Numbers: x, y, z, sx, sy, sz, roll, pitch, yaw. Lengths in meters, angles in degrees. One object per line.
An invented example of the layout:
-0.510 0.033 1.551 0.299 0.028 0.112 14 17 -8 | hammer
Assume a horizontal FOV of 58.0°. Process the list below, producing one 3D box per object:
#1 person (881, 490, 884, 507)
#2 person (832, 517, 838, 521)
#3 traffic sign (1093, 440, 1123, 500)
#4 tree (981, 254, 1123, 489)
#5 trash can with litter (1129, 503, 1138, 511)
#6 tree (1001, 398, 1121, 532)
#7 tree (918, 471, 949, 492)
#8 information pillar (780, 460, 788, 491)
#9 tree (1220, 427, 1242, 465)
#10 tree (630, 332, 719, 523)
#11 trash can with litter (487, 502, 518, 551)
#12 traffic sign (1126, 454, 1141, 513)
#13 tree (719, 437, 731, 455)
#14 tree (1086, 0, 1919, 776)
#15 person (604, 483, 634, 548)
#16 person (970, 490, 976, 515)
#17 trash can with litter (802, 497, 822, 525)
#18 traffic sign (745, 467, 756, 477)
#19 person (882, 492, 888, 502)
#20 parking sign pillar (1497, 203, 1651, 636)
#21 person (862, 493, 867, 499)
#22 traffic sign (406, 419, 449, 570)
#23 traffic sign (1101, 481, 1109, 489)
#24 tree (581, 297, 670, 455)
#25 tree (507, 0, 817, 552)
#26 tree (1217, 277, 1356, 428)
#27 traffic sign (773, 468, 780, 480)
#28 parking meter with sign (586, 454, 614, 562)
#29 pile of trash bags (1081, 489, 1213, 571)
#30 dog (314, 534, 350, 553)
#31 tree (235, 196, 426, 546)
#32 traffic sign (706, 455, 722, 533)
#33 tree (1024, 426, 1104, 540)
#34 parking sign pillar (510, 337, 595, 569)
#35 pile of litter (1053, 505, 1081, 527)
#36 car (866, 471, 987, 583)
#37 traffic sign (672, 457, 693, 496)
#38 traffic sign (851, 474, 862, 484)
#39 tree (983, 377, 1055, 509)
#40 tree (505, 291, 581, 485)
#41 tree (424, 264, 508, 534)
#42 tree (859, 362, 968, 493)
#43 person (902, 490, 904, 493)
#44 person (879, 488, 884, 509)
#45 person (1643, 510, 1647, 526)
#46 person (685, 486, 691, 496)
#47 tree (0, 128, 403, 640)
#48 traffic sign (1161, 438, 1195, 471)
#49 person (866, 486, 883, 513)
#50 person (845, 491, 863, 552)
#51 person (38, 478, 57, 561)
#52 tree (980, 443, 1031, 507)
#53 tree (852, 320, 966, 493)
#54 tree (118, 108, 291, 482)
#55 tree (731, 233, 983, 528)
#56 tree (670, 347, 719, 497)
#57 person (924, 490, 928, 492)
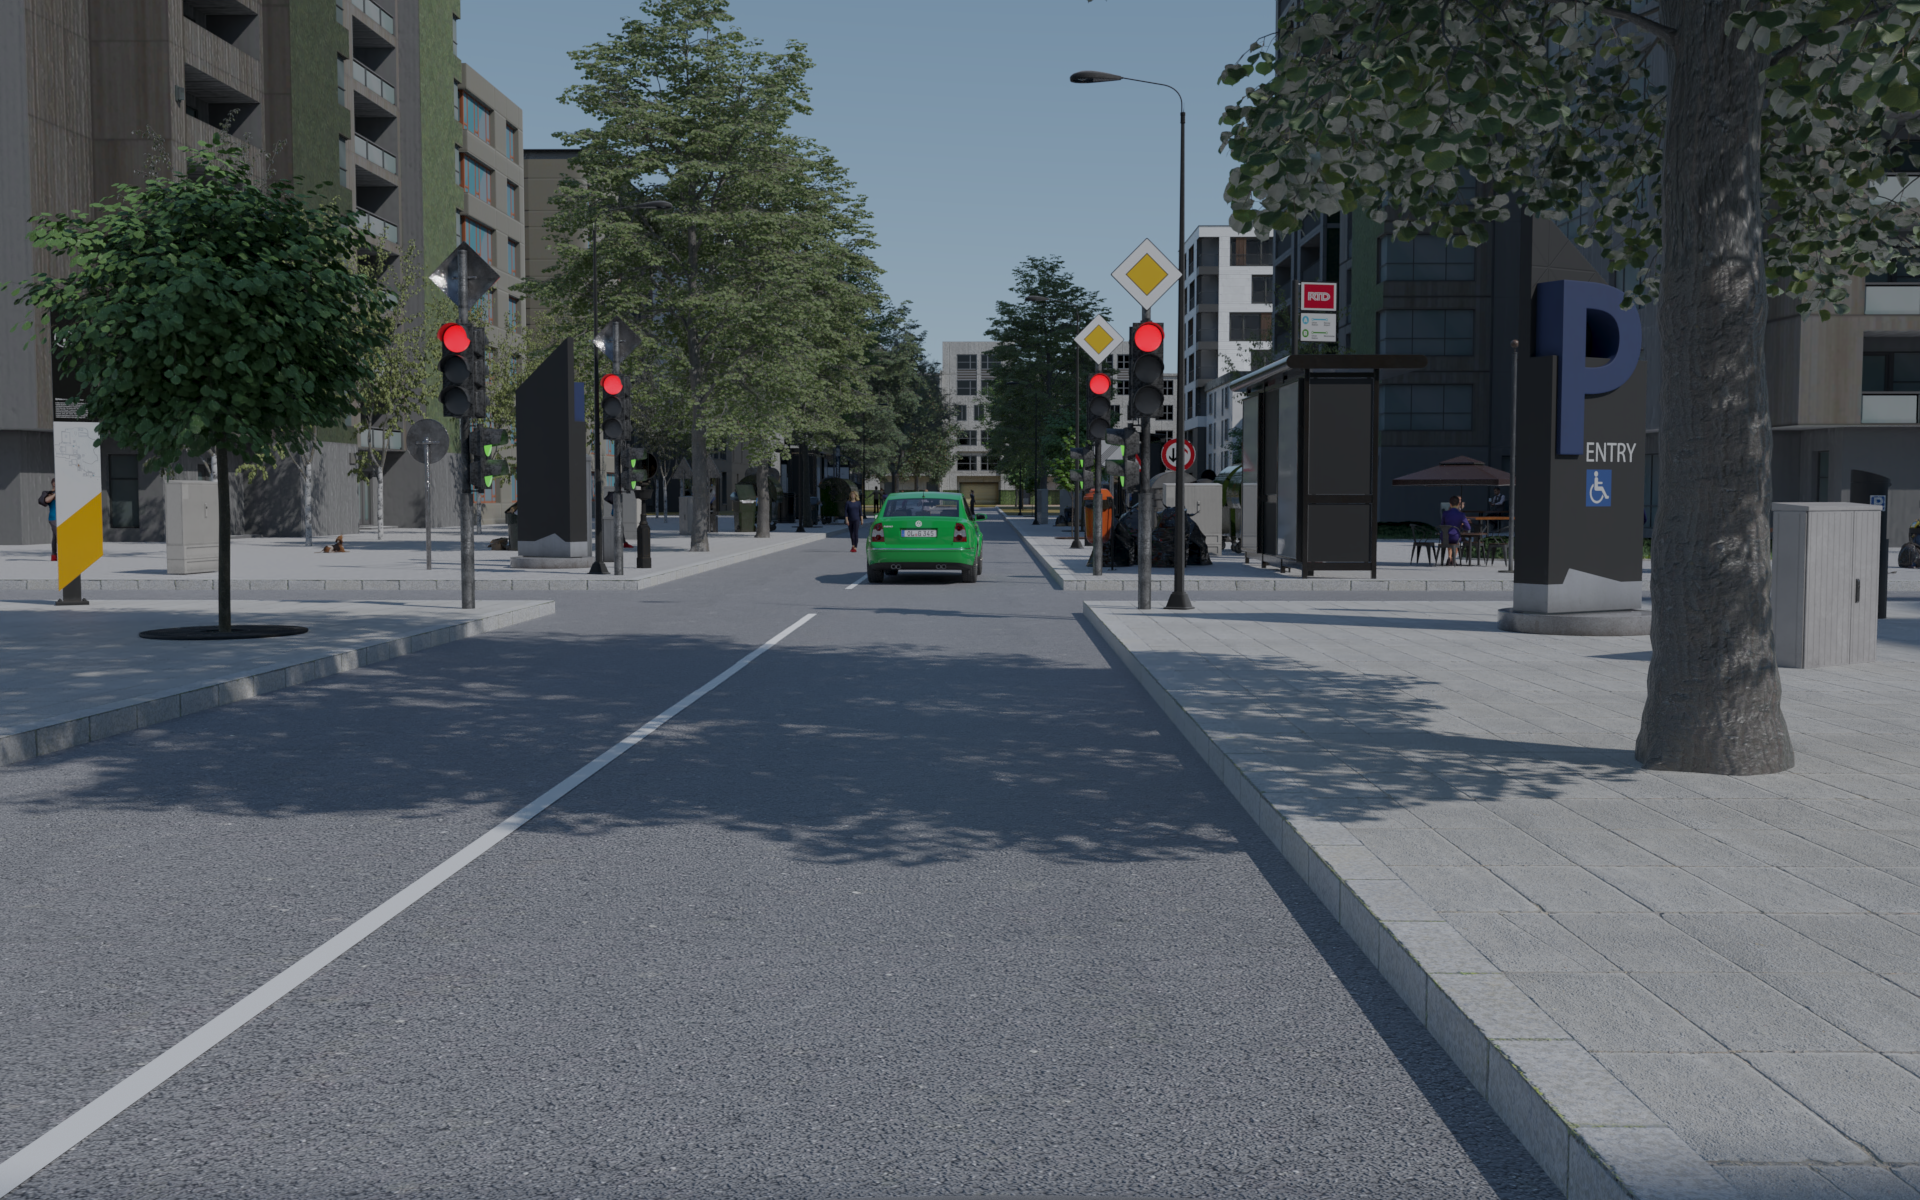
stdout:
-8.049 -10.567 178.832 0.705 1.822 1.348 0 4 -1 | person
-5.904 -3.985 81.668 0.357 0.543 0.381 -1 4 -13 | person
3.040 -2.117 34.726 0.768 2.556 0.104 1 4 9 | traffic sign
4.325 -10.060 82.610 7.486 12.596 7.792 0 3 0 | tree
4.147 -1.912 42.654 1.055 1.170 0.624 0 4 5 | trash can with litter
4.166 -4.617 59.197 4.285 4.588 4.351 0 3 0 | tree
-4.431 -14.720 175.084 7.601 10.594 8.767 2 4 33 | tree
-8.781 -5.817 86.460 0.183 3.616 0.504 3 5 44 | information pillar
11.348 -4.921 64.173 4.285 4.588 4.351 0 3 0 | tree
-13.164 -7.748 77.047 4.360 8.622 3.978 0 3 0 | tree
-10.215 -1.701 39.191 1.055 1.170 0.624 1 4 20 | trash can with litter
4.014 -2.533 41.423 0.884 2.594 0.081 1 4 9 | traffic sign
-15.098 -9.138 99.776 4.360 8.622 3.978 0 3 0 | tree
3.553 -6.179 7.682 9.857 13.997 8.962 0 3 0 | tree
-8.119 -2.037 41.211 0.662 1.594 0.647 -1 4 -21 | person
0.864 -6.686 118.624 0.445 1.727 0.742 0 4 4 | person
-6.071 -3.643 70.953 0.624 1.170 1.055 1 4 12 | trash can with litter
-9.602 -4.902 80.256 0.768 2.556 0.104 0 4 6 | traffic sign
-4.770 -6.272 111.816 0.421 1.427 0.697 -2 4 -34 | person
5.819 -1.696 16.199 1.447 3.967 1.447 -2 4 -30 | parking sign pillar
-6.565 -6.397 111.341 1.217 1.736 0.721 0 4 -6 | person
-8.993 -1.783 29.257 0.768 2.556 0.104 0 4 8 | traffic sign
6.040 -4.370 73.586 0.606 2.300 0.079 0 4 5 | traffic sign
-13.242 -6.774 61.112 4.737 8.622 4.395 0 3 0 | tree
-6.124 -7.367 38.571 7.486 12.596 7.792 0 3 0 | tree
11.162 -6.613 58.487 4.737 8.622 4.395 0 3 0 | tree
-9.018 -5.074 83.066 0.768 2.556 0.104 1 4 9 | traffic sign
-7.230 -2.203 32.288 1.738 3.016 0.543 -2 4 -25 | parking meter with sign
3.065 -1.265 30.434 1.912 1.369 3.447 2 4 30 | pile of trash bags
-13.748 -1.232 37.882 0.748 0.427 0.550 -1 4 -17 | dog
-16.265 -5.648 42.712 4.737 8.622 4.395 0 3 0 | tree
-8.255 -3.485 56.981 0.884 2.594 0.081 1 4 8 | traffic sign
3.112 -3.348 49.349 1.663 3.219 1.824 0 3 0 | tree
-7.138 -2.554 30.235 1.447 3.967 1.447 2 4 33 | parking sign pillar
4.489 -3.358 68.867 1.719 0.858 1.176 0 4 -5 | pile of litter
-0.542 -1.256 29.325 1.959 1.807 4.718 0 4 3 | car
-9.625 -3.693 60.380 0.884 2.594 0.081 1 4 9 | traffic sign
-5.182 -5.149 86.315 0.606 2.300 0.079 0 4 4 | traffic sign
4.948 -13.511 146.656 9.928 11.665 9.643 0 3 0 | tree
-15.199 -6.397 54.946 4.737 8.622 4.395 0 3 0 | tree
-16.161 -6.006 48.555 4.737 8.622 4.395 0 3 0 | tree
-4.922 -13.318 134.749 9.611 12.733 9.660 0 3 0 | tree
-5.823 -10.331 175.871 0.530 1.710 0.541 -2 4 -32 | person
-6.646 -8.580 146.354 1.348 1.821 0.705 -1 4 -20 | person
8.414 -0.783 22.002 0.504 1.737 0.576 2 4 30 | person
-17.405 -6.420 110.637 1.348 1.869 0.705 3 4 39 | person
-6.810 -1.956 15.700 4.285 4.588 4.351 0 3 0 | tree
4.931 -2.390 39.186 0.768 2.556 0.104 0 4 3 | traffic sign
-5.628 -6.722 115.961 1.348 1.823 0.705 -2 4 -31 | person
-2.640 -1.941 42.776 0.480 1.512 0.613 -1 4 -20 | person
-17.192 -1.533 32.981 0.662 1.594 0.647 -1 4 -20 | person
5.948 -14.895 177.952 8.767 10.594 7.601 -2 4 -33 | tree
-4.573 -12.816 119.906 12.009 13.543 11.850 0 3 0 | tree
-14.574 -5.108 33.871 4.360 8.622 3.978 0 3 0 | tree
-6.008 -8.578 66.001 9.928 11.665 9.643 0 3 0 | tree
-13.513 -8.253 85.305 4.737 8.622 4.395 0 3 0 | tree
-1.083 -2.668 54.192 0.516 1.574 0.319 0 4 -6 | person
